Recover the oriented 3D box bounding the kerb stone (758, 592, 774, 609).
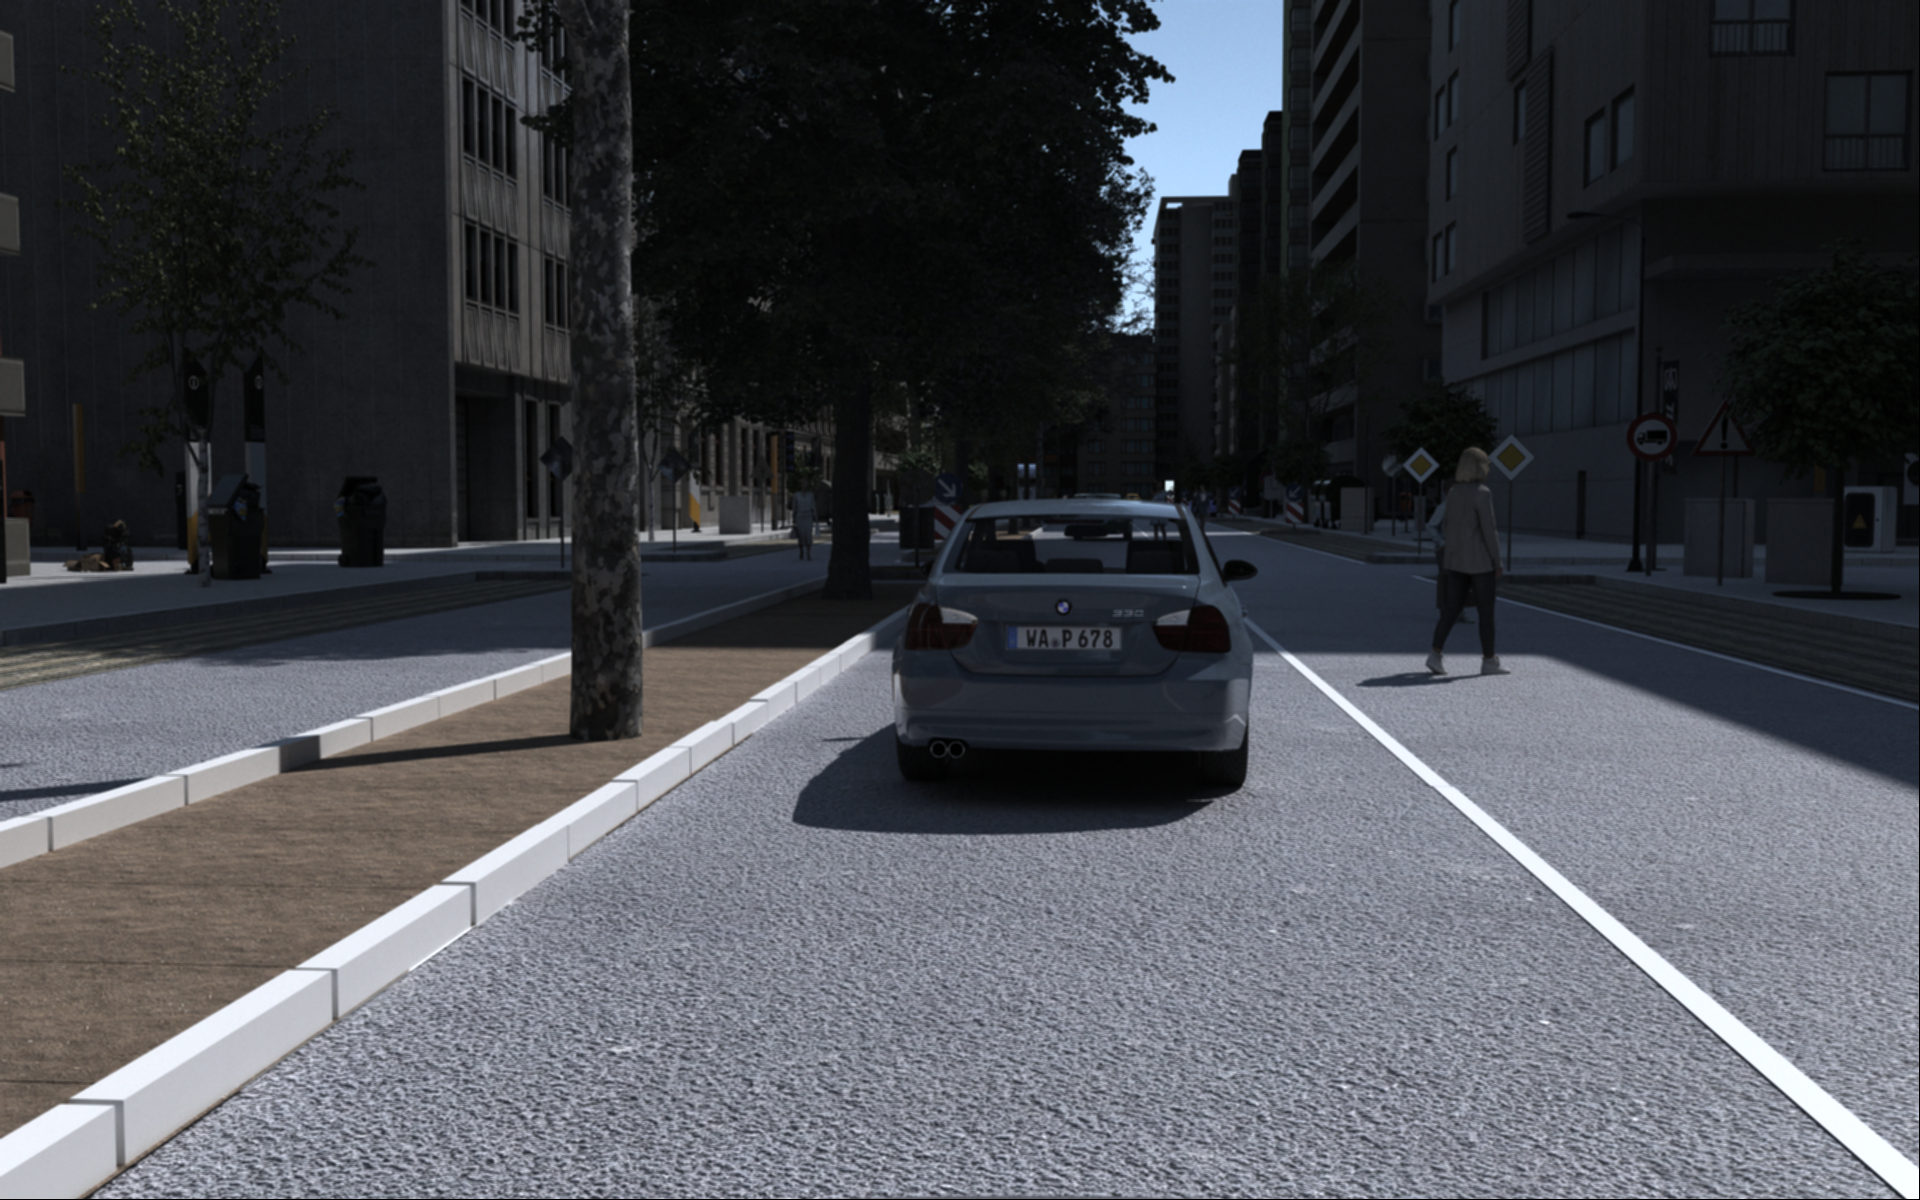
[{"bbox_3d":[-2.513,0.032,21.700,0.120,0.150,1.000,0,4,5],"label":"kerb stone"}]

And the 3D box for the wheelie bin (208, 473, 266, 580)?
[{"bbox_3d":[-10.928,-1.114,26.124,0.980,1.594,0.693,2,4,35],"label":"wheelie bin"}]

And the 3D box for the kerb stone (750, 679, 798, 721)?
[{"bbox_3d":[-1.222,0.665,11.331,0.120,0.150,1.000,0,4,5],"label":"kerb stone"}]

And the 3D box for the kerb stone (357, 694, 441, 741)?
[{"bbox_3d":[-3.400,0.717,10.472,0.120,0.150,1.000,0,4,5],"label":"kerb stone"}]

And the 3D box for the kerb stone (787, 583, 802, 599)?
[{"bbox_3d":[-2.347,-0.095,23.746,0.120,0.150,1.000,0,4,5],"label":"kerb stone"}]

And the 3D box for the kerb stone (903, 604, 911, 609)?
[{"bbox_3d":[-0.577,0.167,19.496,0.120,0.150,1.000,0,4,5],"label":"kerb stone"}]

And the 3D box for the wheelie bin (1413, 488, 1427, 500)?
[{"bbox_3d":[22.704,-4.707,84.860,0.980,1.594,0.693,1,4,16],"label":"wheelie bin"}]

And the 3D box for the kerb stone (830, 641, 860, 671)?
[{"bbox_3d":[-0.976,0.477,14.393,0.120,0.150,1.000,0,4,5],"label":"kerb stone"}]

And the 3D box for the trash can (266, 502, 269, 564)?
[{"bbox_3d":[-12.400,-1.129,30.121,0.748,1.137,0.748,0,3,0],"label":"trash can"}]

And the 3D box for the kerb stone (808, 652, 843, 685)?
[{"bbox_3d":[-1.058,0.540,13.370,0.120,0.150,1.000,0,4,5],"label":"kerb stone"}]

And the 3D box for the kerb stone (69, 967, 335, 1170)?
[{"bbox_3d":[-1.790,1.102,4.171,0.120,0.150,1.000,0,4,5],"label":"kerb stone"}]

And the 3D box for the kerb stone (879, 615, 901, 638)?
[{"bbox_3d":[-0.737,0.290,17.452,0.120,0.150,1.000,0,4,5],"label":"kerb stone"}]

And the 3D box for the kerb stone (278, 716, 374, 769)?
[{"bbox_3d":[-3.483,0.788,9.452,0.120,0.150,1.000,0,4,5],"label":"kerb stone"}]

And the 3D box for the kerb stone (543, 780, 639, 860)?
[{"bbox_3d":[-1.545,0.920,7.250,0.120,0.150,1.000,0,4,5],"label":"kerb stone"}]

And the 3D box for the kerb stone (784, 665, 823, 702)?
[{"bbox_3d":[-1.137,0.603,12.349,0.120,0.150,1.000,0,4,5],"label":"kerb stone"}]

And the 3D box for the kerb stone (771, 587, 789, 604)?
[{"bbox_3d":[-2.429,-0.032,22.719,0.120,0.150,1.000,0,4,5],"label":"kerb stone"}]

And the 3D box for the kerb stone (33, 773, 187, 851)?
[{"bbox_3d":[-3.639,0.908,7.411,0.120,0.150,1.000,0,4,5],"label":"kerb stone"}]

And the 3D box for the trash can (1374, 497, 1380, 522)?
[{"bbox_3d":[18.822,-4.127,79.131,0.748,1.137,0.748,0,3,0],"label":"trash can"}]

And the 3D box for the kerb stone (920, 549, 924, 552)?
[{"bbox_3d":[-1.012,-1.132,40.696,0.120,0.150,1.000,0,4,5],"label":"kerb stone"}]

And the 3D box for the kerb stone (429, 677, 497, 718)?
[{"bbox_3d":[-3.324,0.655,11.491,0.120,0.150,1.000,0,4,5],"label":"kerb stone"}]

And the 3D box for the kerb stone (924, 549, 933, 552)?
[{"bbox_3d":[-0.846,-1.257,42.750,0.120,0.150,1.000,0,4,5],"label":"kerb stone"}]

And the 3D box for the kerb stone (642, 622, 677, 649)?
[{"bbox_3d":[-2.914,0.346,16.589,0.120,0.150,1.000,0,4,5],"label":"kerb stone"}]

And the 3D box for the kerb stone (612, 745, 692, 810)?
[{"bbox_3d":[-1.467,0.851,8.275,0.120,0.150,1.000,0,4,5],"label":"kerb stone"}]

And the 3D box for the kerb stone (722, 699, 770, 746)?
[{"bbox_3d":[-1.300,0.740,10.312,0.120,0.150,1.000,0,4,5],"label":"kerb stone"}]

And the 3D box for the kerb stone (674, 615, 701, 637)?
[{"bbox_3d":[-2.832,0.288,17.608,0.120,0.150,1.000,0,4,5],"label":"kerb stone"}]

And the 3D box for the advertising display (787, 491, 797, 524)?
[{"bbox_3d":[-6.879,-4.198,73.843,0.974,1.923,0.123,0,4,4],"label":"advertising display"}]

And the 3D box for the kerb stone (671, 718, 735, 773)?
[{"bbox_3d":[-1.385,0.789,9.293,0.120,0.150,1.000,0,4,5],"label":"kerb stone"}]

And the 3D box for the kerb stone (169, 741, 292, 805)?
[{"bbox_3d":[-3.555,0.844,8.432,0.120,0.150,1.000,0,4,5],"label":"kerb stone"}]

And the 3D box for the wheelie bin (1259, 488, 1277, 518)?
[{"bbox_3d":[16.216,-5.102,91.330,0.980,1.594,0.693,-1,4,-17],"label":"wheelie bin"}]

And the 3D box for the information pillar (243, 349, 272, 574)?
[{"bbox_3d":[-11.260,-2.223,27.701,0.183,3.616,0.504,0,4,6],"label":"information pillar"}]

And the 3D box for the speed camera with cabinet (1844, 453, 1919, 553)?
[{"bbox_3d":[20.156,-2.634,37.399,0.660,3.252,2.038,-2,4,-35],"label":"speed camera with cabinet"}]

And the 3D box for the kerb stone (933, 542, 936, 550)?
[{"bbox_3d":[-0.765,-1.318,43.771,0.120,0.150,1.000,0,4,5],"label":"kerb stone"}]

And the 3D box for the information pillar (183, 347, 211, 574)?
[{"bbox_3d":[-12.237,-2.229,27.793,0.183,3.616,0.504,1,4,17],"label":"information pillar"}]

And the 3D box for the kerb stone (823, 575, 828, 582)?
[{"bbox_3d":[-2.109,-0.279,26.808,0.120,0.150,1.000,0,4,5],"label":"kerb stone"}]

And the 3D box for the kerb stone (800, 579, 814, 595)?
[{"bbox_3d":[-2.267,-0.157,24.765,0.120,0.150,1.000,0,4,5],"label":"kerb stone"}]

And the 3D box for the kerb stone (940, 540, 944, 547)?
[{"bbox_3d":[-0.604,-1.444,45.812,0.120,0.150,1.000,0,4,5],"label":"kerb stone"}]

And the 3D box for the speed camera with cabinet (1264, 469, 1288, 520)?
[{"bbox_3d":[16.345,-5.674,87.104,2.038,3.252,0.660,-1,4,-15],"label":"speed camera with cabinet"}]

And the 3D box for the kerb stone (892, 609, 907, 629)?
[{"bbox_3d":[-0.660,0.227,18.478,0.120,0.150,1.000,0,4,5],"label":"kerb stone"}]

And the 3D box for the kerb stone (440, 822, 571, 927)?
[{"bbox_3d":[-1.621,0.976,6.230,0.120,0.150,1.000,0,4,5],"label":"kerb stone"}]

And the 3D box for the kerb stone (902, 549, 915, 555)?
[{"bbox_3d":[-1.169,-1.006,38.641,0.120,0.150,1.000,0,4,5],"label":"kerb stone"}]

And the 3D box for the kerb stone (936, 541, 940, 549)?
[{"bbox_3d":[-0.686,-1.382,44.793,0.120,0.150,1.000,0,4,5],"label":"kerb stone"}]

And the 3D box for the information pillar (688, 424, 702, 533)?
[{"bbox_3d":[-8.857,-4.061,57.759,0.183,3.616,0.504,2,4,30],"label":"information pillar"}]

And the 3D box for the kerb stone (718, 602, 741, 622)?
[{"bbox_3d":[-2.674,0.155,19.663,0.120,0.150,1.000,0,4,5],"label":"kerb stone"}]

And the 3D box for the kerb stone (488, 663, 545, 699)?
[{"bbox_3d":[-3.238,0.594,12.509,0.120,0.150,1.000,0,4,5],"label":"kerb stone"}]

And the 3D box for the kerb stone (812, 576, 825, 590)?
[{"bbox_3d":[-2.189,-0.220,25.787,0.120,0.150,1.000,0,4,5],"label":"kerb stone"}]

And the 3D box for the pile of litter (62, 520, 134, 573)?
[{"bbox_3d":[-14.428,-0.922,29.040,1.176,0.858,1.719,-1,4,-10],"label":"pile of litter"}]

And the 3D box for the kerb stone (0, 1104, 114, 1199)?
[{"bbox_3d":[-1.872,1.165,3.144,0.120,0.150,1.000,0,4,5],"label":"kerb stone"}]

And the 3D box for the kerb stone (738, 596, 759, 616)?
[{"bbox_3d":[-2.586,0.093,20.681,0.120,0.150,1.000,0,4,5],"label":"kerb stone"}]

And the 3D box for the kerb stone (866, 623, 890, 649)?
[{"bbox_3d":[-0.813,0.352,16.433,0.120,0.150,1.000,0,4,5],"label":"kerb stone"}]

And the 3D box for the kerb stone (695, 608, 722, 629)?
[{"bbox_3d":[-2.751,0.218,18.626,0.120,0.150,1.000,0,4,5],"label":"kerb stone"}]

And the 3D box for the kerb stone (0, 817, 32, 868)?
[{"bbox_3d":[-3.722,0.967,6.386,0.120,0.150,1.000,0,4,5],"label":"kerb stone"}]

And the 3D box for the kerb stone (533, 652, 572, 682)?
[{"bbox_3d":[-3.161,0.530,13.529,0.120,0.150,1.000,0,4,5],"label":"kerb stone"}]

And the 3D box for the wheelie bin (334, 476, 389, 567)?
[{"bbox_3d":[-10.511,-1.385,30.548,0.693,1.594,0.980,2,4,34],"label":"wheelie bin"}]

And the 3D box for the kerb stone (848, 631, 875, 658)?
[{"bbox_3d":[-0.903,0.415,15.412,0.120,0.150,1.000,0,4,5],"label":"kerb stone"}]

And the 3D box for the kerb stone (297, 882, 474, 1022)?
[{"bbox_3d":[-1.707,1.043,5.198,0.120,0.150,1.000,0,4,5],"label":"kerb stone"}]
